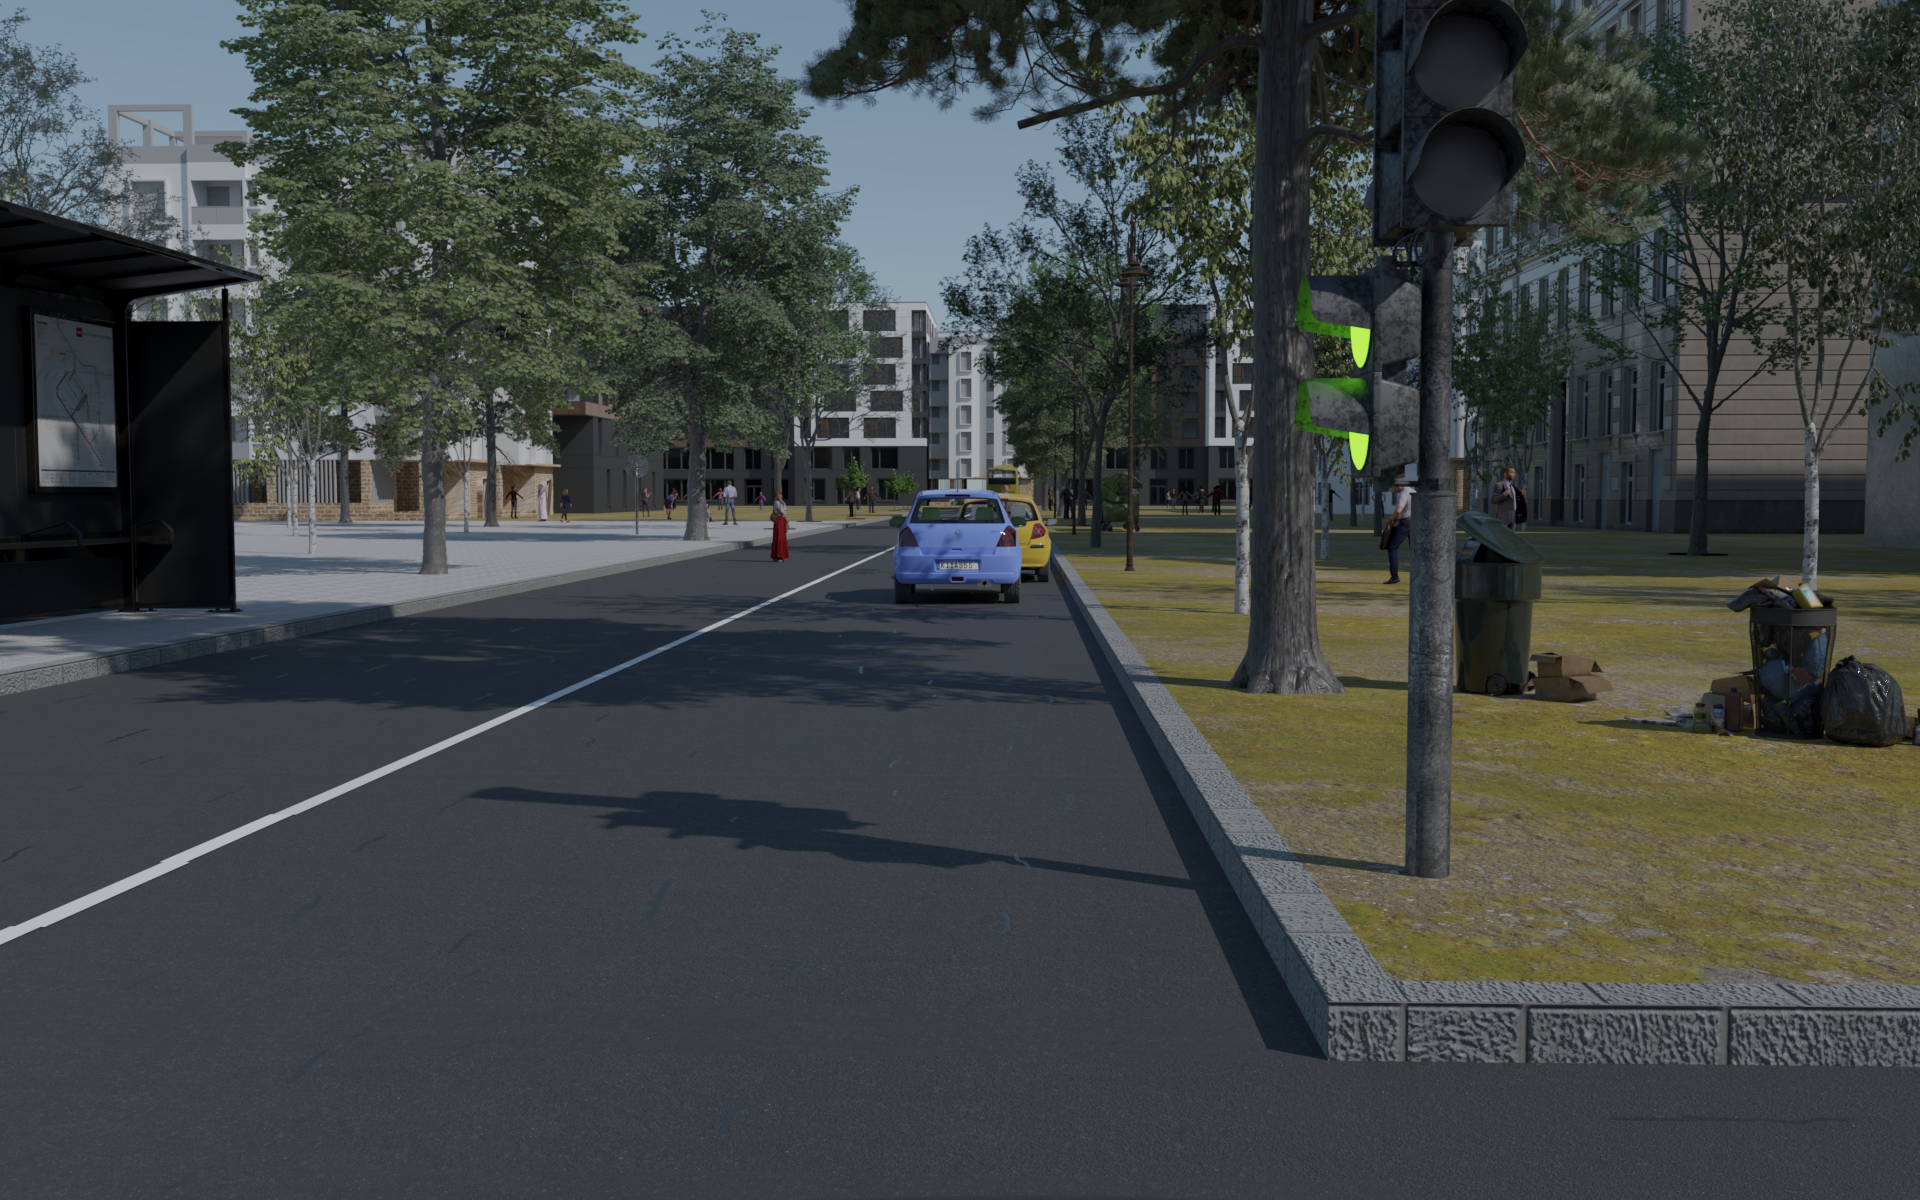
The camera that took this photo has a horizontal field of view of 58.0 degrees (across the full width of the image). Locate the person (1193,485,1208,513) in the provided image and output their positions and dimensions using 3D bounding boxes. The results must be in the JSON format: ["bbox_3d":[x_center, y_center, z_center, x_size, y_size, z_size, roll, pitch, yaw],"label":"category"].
[{"bbox_3d":[15.988,-6.678,114.858,1.348,1.869,0.705,-2,4,-35],"label":"person"}]

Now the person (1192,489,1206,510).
[{"bbox_3d":[19.688,-8.324,142.925,1.217,1.735,0.721,1,4,23],"label":"person"}]

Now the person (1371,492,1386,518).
[{"bbox_3d":[22.403,-5.234,92.564,0.756,1.711,0.436,2,4,34],"label":"person"}]

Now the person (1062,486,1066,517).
[{"bbox_3d":[5.877,-5.512,96.177,0.705,1.822,1.348,0,4,-3],"label":"person"}]

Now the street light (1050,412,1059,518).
[{"bbox_3d":[4.379,-6.539,79.693,0.468,5.910,1.993,0,4,2],"label":"street light"}]

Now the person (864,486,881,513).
[{"bbox_3d":[-5.990,-6.829,117.726,1.348,1.821,0.705,-2,4,-33],"label":"person"}]

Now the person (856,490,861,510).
[{"bbox_3d":[-8.214,-8.149,140.221,0.436,1.711,0.756,0,4,-3],"label":"person"}]

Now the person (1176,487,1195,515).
[{"bbox_3d":[13.892,-6.111,106.686,1.217,1.735,0.721,2,4,26],"label":"person"}]

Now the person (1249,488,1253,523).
[{"bbox_3d":[12.632,-4.152,75.796,0.662,1.594,0.647,3,4,36],"label":"person"}]

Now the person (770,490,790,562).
[{"bbox_3d":[-3.810,-1.567,36.580,0.387,1.526,0.523,0,4,7],"label":"person"}]

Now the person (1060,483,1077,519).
[{"bbox_3d":[5.448,-5.005,87.893,0.705,1.821,1.348,3,5,43],"label":"person"}]

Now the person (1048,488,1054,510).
[{"bbox_3d":[7.493,-8.016,137.108,1.348,1.824,0.705,-2,4,-24],"label":"person"}]

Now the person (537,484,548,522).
[{"bbox_3d":[-19.524,-4.530,80.772,0.621,1.740,0.551,-3,5,-44],"label":"person"}]

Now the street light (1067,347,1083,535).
[{"bbox_3d":[3.597,-4.994,54.434,0.468,5.910,1.993,0,4,2],"label":"street light"}]

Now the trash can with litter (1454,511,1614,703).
[{"bbox_3d":[3.648,0.020,11.062,0.624,1.170,1.055,-3,5,-42],"label":"trash can with litter"}]

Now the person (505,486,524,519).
[{"bbox_3d":[-23.180,-5.096,90.182,1.217,1.723,0.721,1,4,23],"label":"person"}]

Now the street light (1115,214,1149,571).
[{"bbox_3d":[2.831,-3.422,28.737,0.468,5.910,1.993,0,4,2],"label":"street light"}]

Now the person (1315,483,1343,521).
[{"bbox_3d":[17.699,-4.713,83.107,1.348,1.822,0.705,1,4,20],"label":"person"}]

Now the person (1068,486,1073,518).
[{"bbox_3d":[5.689,-5.023,89.101,0.436,1.711,0.756,2,4,35],"label":"person"}]

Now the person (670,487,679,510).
[{"bbox_3d":[-23.186,-8.237,140.344,1.348,1.869,0.705,2,4,35],"label":"person"}]

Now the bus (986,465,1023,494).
[{"bbox_3d":[3.746,-9.455,146.143,2.896,3.916,12.252,0,4,3],"label":"bus"}]

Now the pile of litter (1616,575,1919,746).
[{"bbox_3d":[4.538,0.280,9.383,1.176,0.858,1.719,-2,4,-33],"label":"pile of litter"}]

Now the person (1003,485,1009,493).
[{"bbox_3d":[1.798,-3.444,65.363,0.434,1.755,0.990,2,4,31],"label":"person"}]

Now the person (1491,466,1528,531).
[{"bbox_3d":[8.787,-1.275,27.703,0.655,1.722,0.431,-2,4,-34],"label":"person"}]

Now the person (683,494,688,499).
[{"bbox_3d":[-21.403,-8.061,137.921,1.350,1.814,0.705,1,4,21],"label":"person"}]

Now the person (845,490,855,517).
[{"bbox_3d":[-6.091,-5.519,96.413,0.705,1.807,1.348,1,4,17],"label":"person"}]

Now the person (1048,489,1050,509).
[{"bbox_3d":[7.615,-8.477,145.471,0.721,1.723,1.217,-2,4,-24],"label":"person"}]

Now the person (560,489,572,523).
[{"bbox_3d":[-17.757,-4.237,77.866,0.480,1.512,0.613,1,4,12],"label":"person"}]

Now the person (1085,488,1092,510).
[{"bbox_3d":[10.039,-8.114,139.394,1.217,1.739,0.721,1,4,16],"label":"person"}]

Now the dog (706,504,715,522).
[{"bbox_3d":[-11.261,-3.928,78.599,0.800,0.831,0.513,-1,4,-19],"label":"dog"}]

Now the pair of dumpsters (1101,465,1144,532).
[{"bbox_3d":[5.564,-3.570,60.862,1.574,2.255,4.436,0,4,2],"label":"pair of dumpsters"}]

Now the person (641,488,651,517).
[{"bbox_3d":[-17.449,-5.433,96.338,0.593,1.643,0.415,-1,4,-9],"label":"person"}]

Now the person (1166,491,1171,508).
[{"bbox_3d":[19.596,-9.369,162.473,0.721,1.735,1.217,-1,4,-9],"label":"person"}]

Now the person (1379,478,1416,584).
[{"bbox_3d":[6.264,-0.995,24.526,0.590,1.554,0.614,2,4,35],"label":"person"}]

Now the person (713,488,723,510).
[{"bbox_3d":[-19.144,-8.033,138.101,1.217,1.743,0.721,-2,4,-31],"label":"person"}]

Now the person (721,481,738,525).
[{"bbox_3d":[-9.563,-4.027,71.752,0.709,1.838,0.599,-1,4,-22],"label":"person"}]

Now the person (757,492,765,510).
[{"bbox_3d":[-15.692,-7.769,136.282,0.991,1.433,0.599,2,4,32],"label":"person"}]

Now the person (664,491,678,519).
[{"bbox_3d":[-14.606,-4.790,87.591,0.697,1.427,0.421,1,4,13],"label":"person"}]

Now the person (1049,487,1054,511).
[{"bbox_3d":[6.966,-7.705,132.160,0.705,1.807,1.348,1,4,9],"label":"person"}]

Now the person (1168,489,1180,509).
[{"bbox_3d":[18.730,-8.856,151.657,1.217,1.723,0.721,-2,4,-29],"label":"person"}]

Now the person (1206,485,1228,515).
[{"bbox_3d":[17.976,-7.103,122.147,1.348,1.831,0.705,1,4,22],"label":"person"}]

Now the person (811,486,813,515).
[{"bbox_3d":[-9.262,-6.200,107.428,0.705,1.822,1.348,0,4,-1],"label":"person"}]
